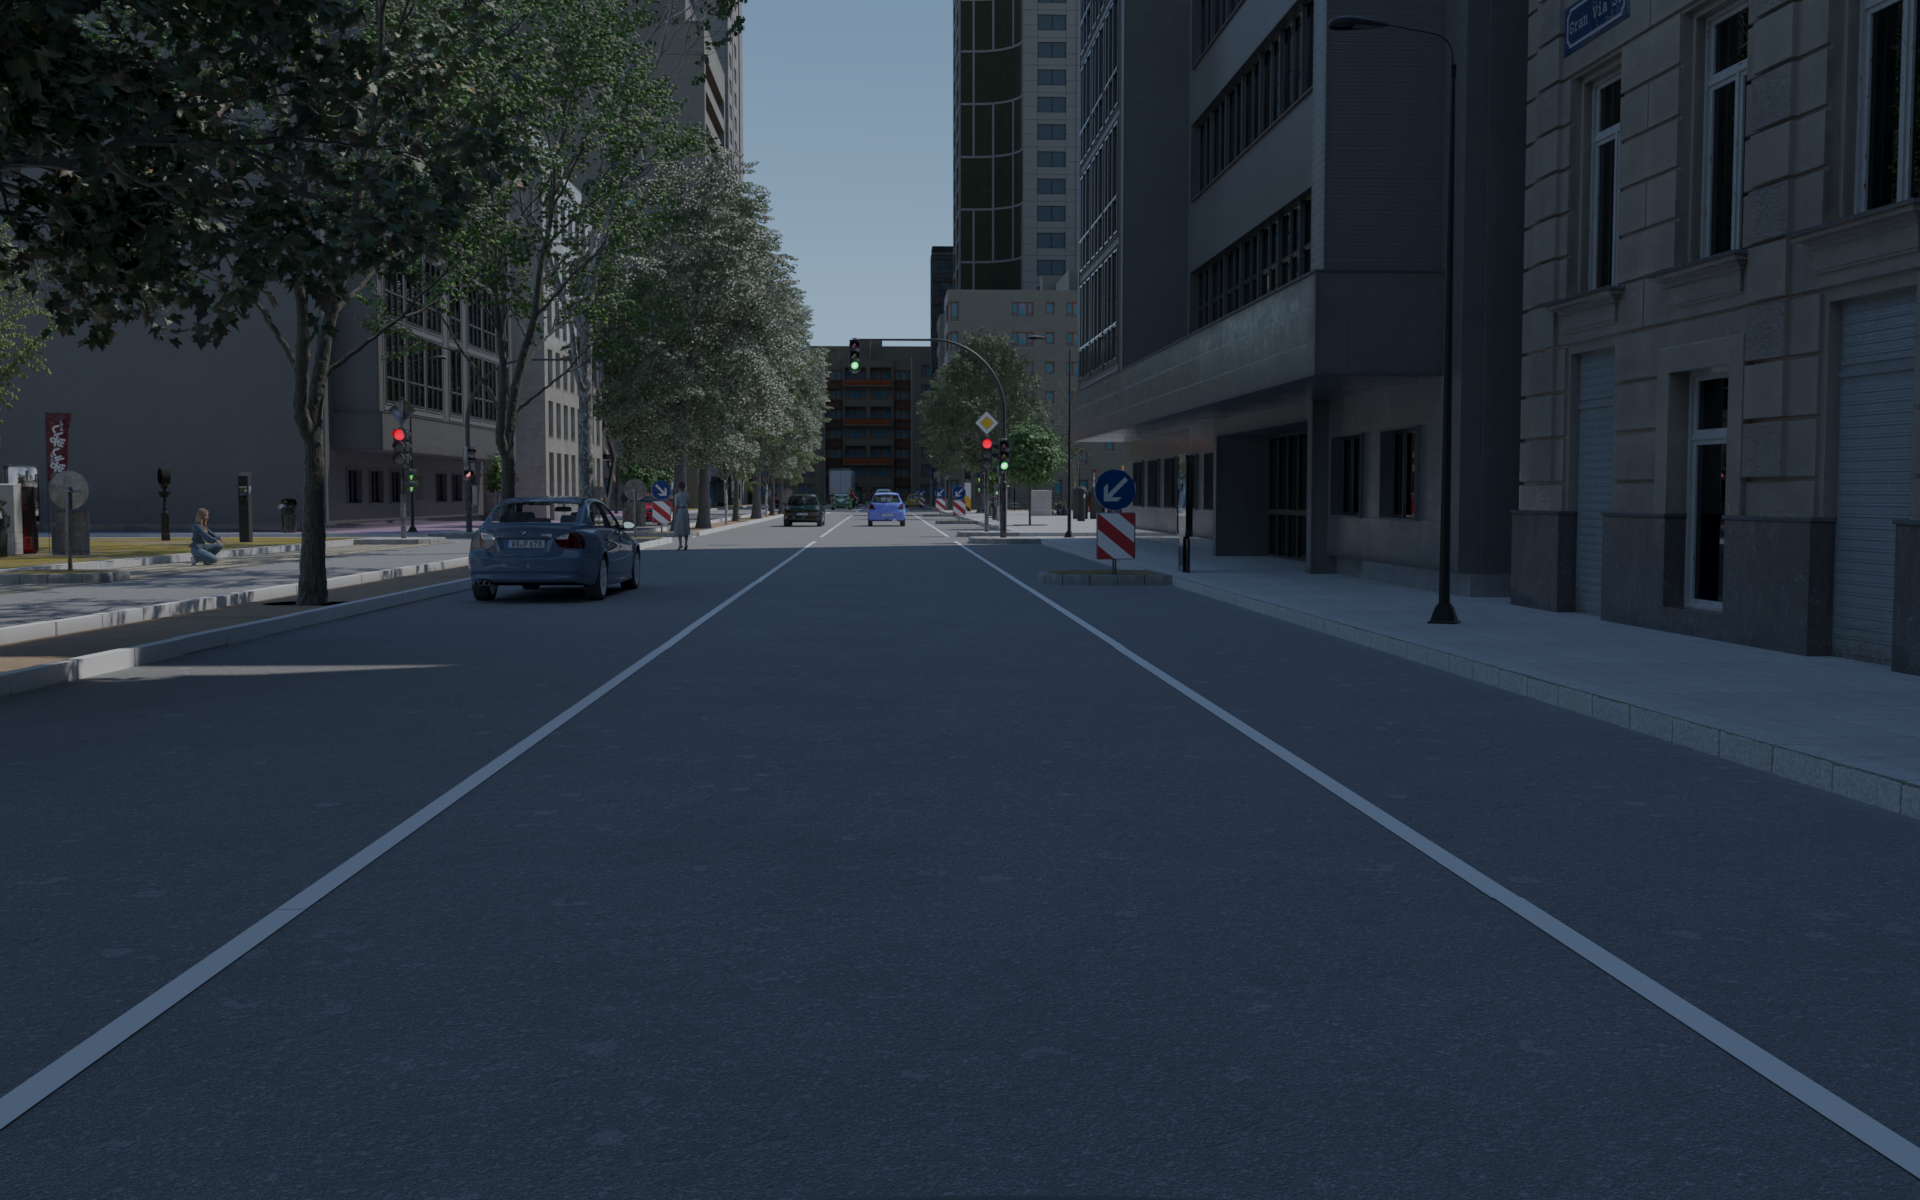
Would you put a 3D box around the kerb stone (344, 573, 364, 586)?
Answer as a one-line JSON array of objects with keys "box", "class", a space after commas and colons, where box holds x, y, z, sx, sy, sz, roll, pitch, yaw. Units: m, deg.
[{"box": [-9.603, -0.300, 27.165, 0.120, 0.150, 1.000, 0, 4, -3], "class": "kerb stone"}]

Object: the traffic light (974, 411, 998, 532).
[{"box": [0.887, -4.275, 58.823, 0.839, 4.253, 0.868, 0, 4, -3], "class": "traffic light"}]

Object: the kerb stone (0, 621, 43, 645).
[{"box": [-9.152, 0.321, 16.943, 0.120, 0.150, 1.000, 0, 4, -3], "class": "kerb stone"}]

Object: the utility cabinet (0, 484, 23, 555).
[{"box": [-20.288, -1.685, 36.229, 1.173, 1.500, 0.318, 0, 4, 1], "class": "utility cabinet"}]

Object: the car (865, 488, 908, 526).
[{"box": [-3.313, -4.179, 77.910, 1.945, 1.707, 3.694, 0, 4, -3], "class": "car"}]

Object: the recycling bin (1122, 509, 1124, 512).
[{"box": [9.686, -5.278, 98.845, 0.722, 1.027, 0.722, 2, 4, 33], "class": "recycling bin"}]

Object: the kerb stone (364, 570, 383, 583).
[{"box": [-9.644, -0.367, 28.194, 0.120, 0.150, 1.000, 0, 4, -3], "class": "kerb stone"}]

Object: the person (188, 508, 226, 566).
[{"box": [-14.956, -1.257, 34.554, 0.738, 1.151, 1.012, 0, 4, -5], "class": "person"}]

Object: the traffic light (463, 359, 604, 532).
[{"box": [-14.370, -5.106, 58.157, 4.771, 5.953, 1.251, 0, 4, -3], "class": "traffic light"}]

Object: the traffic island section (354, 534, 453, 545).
[{"box": [-16.137, -1.707, 50.184, 2.009, 0.180, 2.903, 0, 4, -3], "class": "traffic island section"}]

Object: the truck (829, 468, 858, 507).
[{"box": [-13.087, -12.558, 194.241, 2.839, 4.237, 11.283, 0, 4, -1], "class": "truck"}]

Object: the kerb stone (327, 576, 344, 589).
[{"box": [-9.548, -0.236, 26.140, 0.120, 0.150, 1.000, 0, 4, -3], "class": "kerb stone"}]

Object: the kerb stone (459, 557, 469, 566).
[{"box": [-9.922, -0.742, 34.327, 0.120, 0.150, 1.000, 0, 4, -3], "class": "kerb stone"}]

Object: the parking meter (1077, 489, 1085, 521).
[{"box": [5.706, -4.473, 81.540, 0.372, 1.533, 0.369, 0, 3, 0], "class": "parking meter"}]

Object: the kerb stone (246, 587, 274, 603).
[{"box": [-9.415, -0.054, 23.076, 0.120, 0.150, 1.000, 0, 4, -3], "class": "kerb stone"}]

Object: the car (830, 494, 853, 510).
[{"box": [-10.647, -8.800, 155.675, 2.131, 1.459, 4.920, 0, 4, -2], "class": "car"}]

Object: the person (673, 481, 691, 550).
[{"box": [-7.113, -2.145, 44.144, 0.480, 1.755, 0.524, -3, 5, -41], "class": "person"}]

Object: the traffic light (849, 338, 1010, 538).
[{"box": [-0.840, -4.645, 50.611, 4.771, 5.953, 1.251, 0, 4, -3], "class": "traffic light"}]

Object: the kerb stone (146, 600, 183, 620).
[{"box": [-9.278, 0.134, 20.014, 0.120, 0.150, 1.000, 0, 4, -3], "class": "kerb stone"}]

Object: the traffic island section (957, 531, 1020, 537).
[{"box": [0.927, -2.242, 58.938, 2.009, 0.180, 2.903, 0, 4, -3], "class": "traffic island section"}]

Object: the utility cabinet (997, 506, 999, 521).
[{"box": [1.966, -4.463, 81.647, 0.318, 1.500, 1.173, 1, 4, 11], "class": "utility cabinet"}]

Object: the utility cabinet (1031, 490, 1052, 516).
[{"box": [4.714, -5.607, 100.345, 1.173, 1.500, 0.318, 0, 4, 0], "class": "utility cabinet"}]

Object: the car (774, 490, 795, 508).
[{"box": [-17.818, -10.316, 177.337, 2.281, 1.827, 5.304, 0, 4, -2], "class": "car"}]

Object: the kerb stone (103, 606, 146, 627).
[{"box": [-9.234, 0.196, 18.993, 0.120, 0.150, 1.000, 0, 4, -3], "class": "kerb stone"}]

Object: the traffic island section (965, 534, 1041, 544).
[{"box": [1.287, -1.754, 50.961, 2.009, 0.180, 2.903, 0, 4, -3], "class": "traffic island section"}]

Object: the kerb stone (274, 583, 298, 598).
[{"box": [-9.467, -0.116, 24.097, 0.120, 0.150, 1.000, 0, 4, -3], "class": "kerb stone"}]

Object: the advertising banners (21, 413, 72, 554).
[{"box": [-20.125, -2.503, 37.107, 2.074, 3.025, 0.090, -1, 4, -15], "class": "advertising banners"}]

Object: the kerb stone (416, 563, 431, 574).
[{"box": [-9.788, -0.554, 31.261, 0.120, 0.150, 1.000, 0, 4, -3], "class": "kerb stone"}]

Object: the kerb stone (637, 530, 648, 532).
[{"box": [-11.095, -2.341, 60.471, 0.120, 0.150, 1.000, 0, 4, -3], "class": "kerb stone"}]

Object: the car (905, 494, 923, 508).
[{"box": [-4.788, -10.480, 181.564, 2.015, 1.641, 3.980, 0, 4, -3], "class": "car"}]

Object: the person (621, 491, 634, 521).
[{"box": [-13.509, -3.848, 70.780, 0.474, 1.900, 0.648, 2, 4, 28], "class": "person"}]

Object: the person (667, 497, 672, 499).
[{"box": [-19.231, -6.410, 113.859, 0.519, 1.759, 0.362, 1, 4, 13], "class": "person"}]

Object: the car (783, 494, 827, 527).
[{"box": [-6.943, -4.133, 77.360, 2.009, 1.686, 4.222, 0, 4, -2], "class": "car"}]

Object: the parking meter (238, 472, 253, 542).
[{"box": [-19.017, -2.469, 46.081, 0.255, 1.863, 0.399, 0, 4, -6], "class": "parking meter"}]

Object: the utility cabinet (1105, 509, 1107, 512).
[{"box": [7.553, -4.987, 92.692, 1.020, 1.237, 0.306, -2, 4, -25], "class": "utility cabinet"}]

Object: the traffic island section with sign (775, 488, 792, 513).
[{"box": [-13.322, -7.648, 133.174, 2.006, 1.907, 1.989, 0, 4, -3], "class": "traffic island section with sign"}]

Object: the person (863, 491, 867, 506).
[{"box": [-11.337, -12.076, 205.951, 0.705, 1.824, 1.348, -1, 4, -21], "class": "person"}]

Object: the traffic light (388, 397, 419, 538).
[{"box": [-16.097, -3.739, 50.051, 0.839, 4.253, 0.868, 0, 4, -3], "class": "traffic light"}]

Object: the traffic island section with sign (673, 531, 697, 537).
[{"box": [-9.931, -3.057, 58.112, 2.006, 1.907, 1.989, 0, 4, -3], "class": "traffic island section with sign"}]

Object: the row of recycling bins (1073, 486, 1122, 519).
[{"box": [7.558, -5.017, 89.146, 3.534, 1.692, 1.069, 1, 4, 8], "class": "row of recycling bins"}]

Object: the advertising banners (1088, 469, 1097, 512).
[{"box": [9.066, -7.729, 122.551, 0.090, 3.025, 2.074, -2, 4, -30], "class": "advertising banners"}]

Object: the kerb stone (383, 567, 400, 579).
[{"box": [-9.689, -0.429, 29.215, 0.120, 0.150, 1.000, 0, 4, -3], "class": "kerb stone"}]

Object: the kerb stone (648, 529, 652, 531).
[{"box": [-11.149, -2.404, 61.501, 0.120, 0.150, 1.000, 0, 4, -3], "class": "kerb stone"}]

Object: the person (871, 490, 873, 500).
[{"box": [-8.311, -9.544, 164.483, 0.705, 1.831, 1.348, 0, 4, -6], "class": "person"}]

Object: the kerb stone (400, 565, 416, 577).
[{"box": [-9.737, -0.492, 30.240, 0.120, 0.150, 1.000, 0, 4, -3], "class": "kerb stone"}]

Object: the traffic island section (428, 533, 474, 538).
[{"box": [-16.497, -2.195, 58.161, 2.009, 0.180, 2.903, 0, 4, -3], "class": "traffic island section"}]

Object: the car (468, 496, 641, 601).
[{"box": [-5.698, -0.771, 24.616, 2.014, 1.417, 4.499, 0, 4, -1], "class": "car"}]

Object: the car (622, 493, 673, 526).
[{"box": [-14.345, -4.318, 79.642, 2.155, 1.783, 4.494, 0, 4, -1], "class": "car"}]

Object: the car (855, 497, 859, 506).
[{"box": [-13.098, -11.909, 207.075, 2.083, 1.381, 4.827, 0, 4, -3], "class": "car"}]

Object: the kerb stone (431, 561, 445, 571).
[{"box": [-9.830, -0.616, 32.285, 0.120, 0.150, 1.000, 0, 4, -3], "class": "kerb stone"}]

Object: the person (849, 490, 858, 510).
[{"box": [-9.898, -9.231, 159.362, 0.705, 1.831, 1.348, -3, 5, -40], "class": "person"}]

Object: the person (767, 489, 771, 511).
[{"box": [-15.832, -8.261, 143.436, 0.599, 1.838, 0.709, -3, 5, -44], "class": "person"}]

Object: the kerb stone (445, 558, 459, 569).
[{"box": [-9.871, -0.680, 33.307, 0.120, 0.150, 1.000, 0, 4, -3], "class": "kerb stone"}]

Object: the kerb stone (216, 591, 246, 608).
[{"box": [-9.371, 0.009, 22.055, 0.120, 0.150, 1.000, 0, 4, -3], "class": "kerb stone"}]

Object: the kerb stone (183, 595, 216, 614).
[{"box": [-9.320, 0.071, 21.035, 0.120, 0.150, 1.000, 0, 4, -3], "class": "kerb stone"}]

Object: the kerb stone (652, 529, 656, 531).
[{"box": [-11.185, -2.460, 62.526, 0.120, 0.150, 1.000, 0, 4, -3], "class": "kerb stone"}]

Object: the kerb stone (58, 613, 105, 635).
[{"box": [-9.186, 0.263, 17.964, 0.120, 0.150, 1.000, 0, 4, -3], "class": "kerb stone"}]
